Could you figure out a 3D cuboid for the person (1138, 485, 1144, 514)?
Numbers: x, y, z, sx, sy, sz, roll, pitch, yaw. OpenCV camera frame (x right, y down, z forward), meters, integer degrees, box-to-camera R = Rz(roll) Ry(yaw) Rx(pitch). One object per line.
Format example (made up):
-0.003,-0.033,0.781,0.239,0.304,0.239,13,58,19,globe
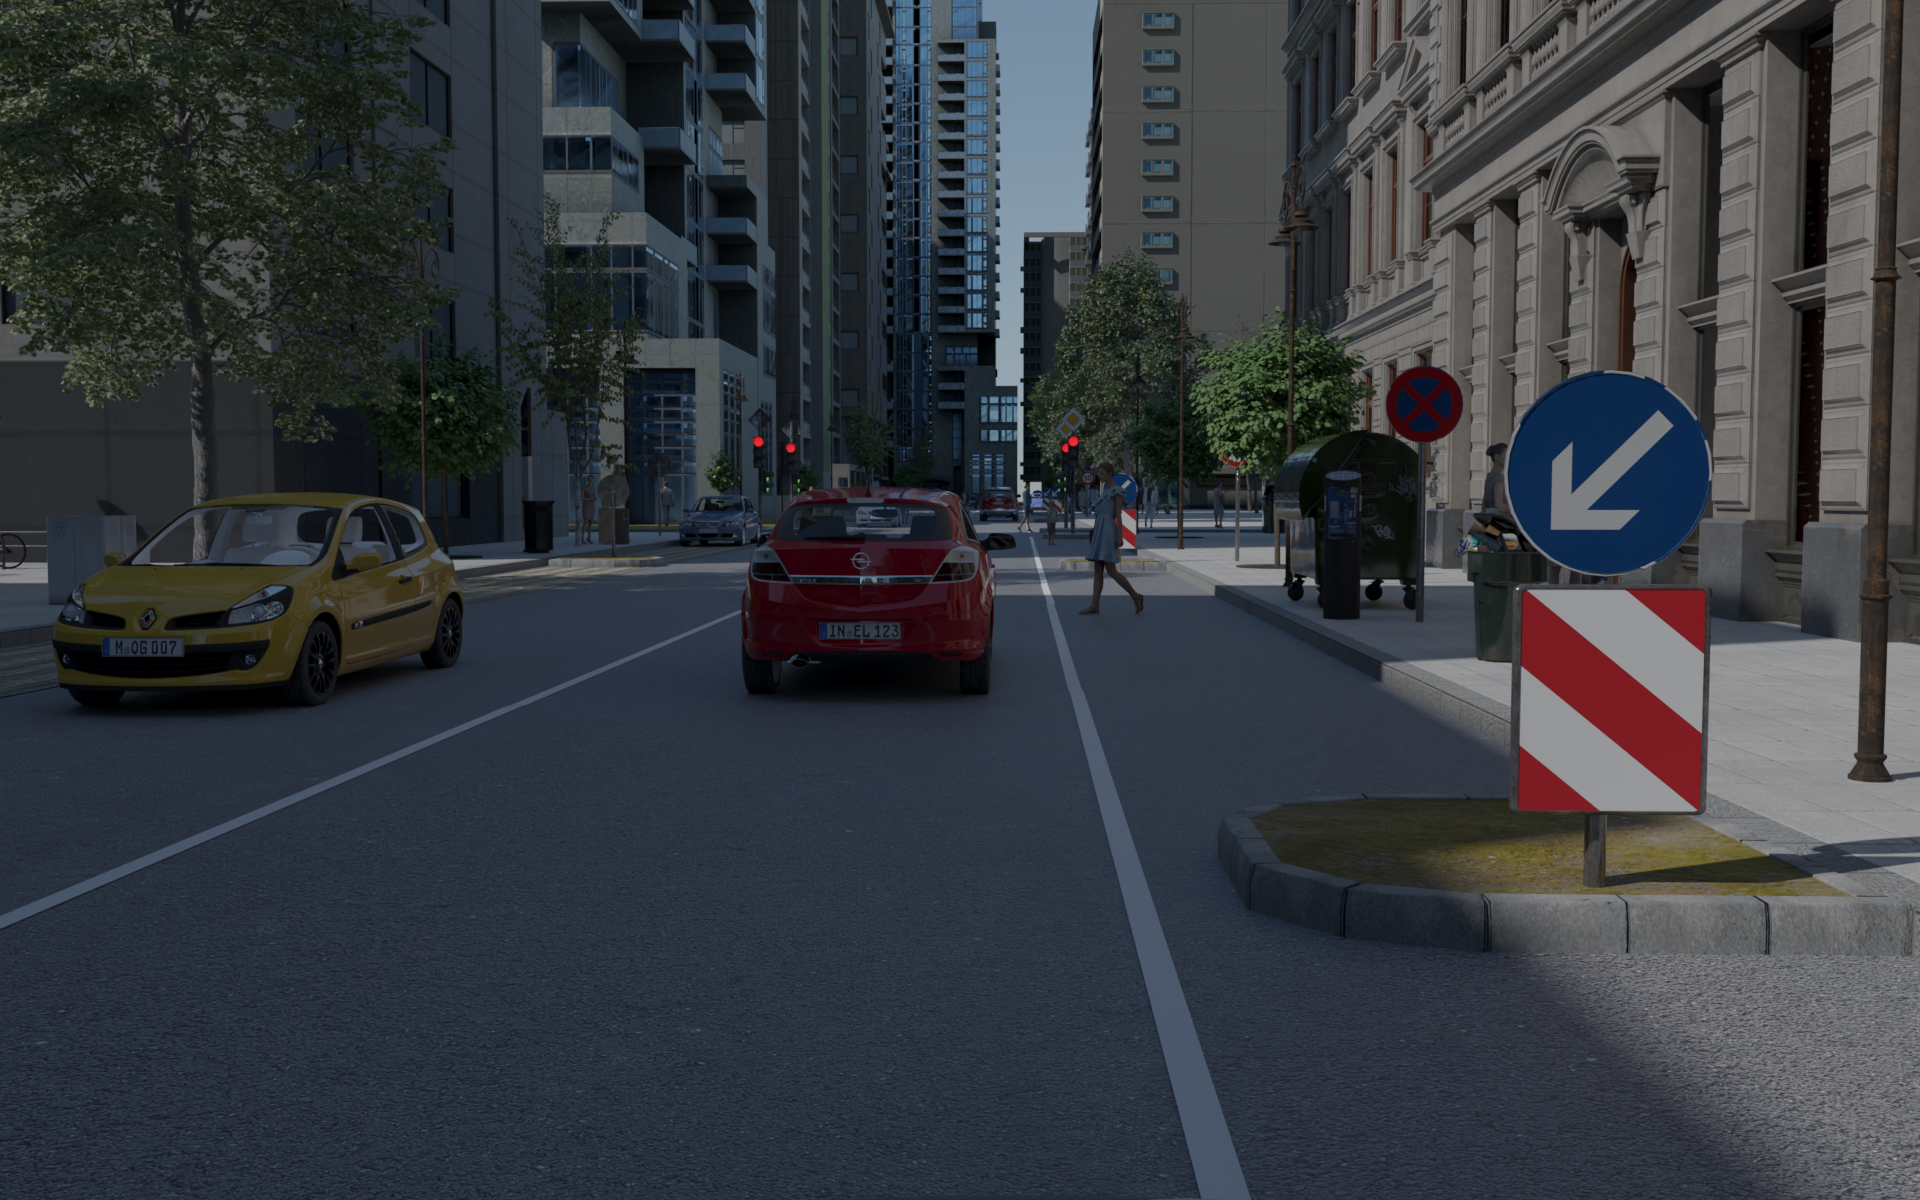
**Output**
11.684,-6.516,112.358,0.659,1.850,0.755,-1,4,-19,person

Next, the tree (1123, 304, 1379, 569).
5.634,-2.844,30.206,4.285,4.588,4.351,0,3,0,tree

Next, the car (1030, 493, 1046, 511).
6.573,-8.505,148.640,1.945,1.707,3.694,0,4,0,car

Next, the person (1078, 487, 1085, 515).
7.597,-6.161,107.528,0.466,1.731,0.760,-1,4,-22,person

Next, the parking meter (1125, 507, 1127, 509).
6.334,-3.795,67.765,0.255,1.863,0.399,-2,4,-26,parking meter

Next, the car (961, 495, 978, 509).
0.836,-9.601,169.555,1.945,1.354,3.894,0,4,1,car

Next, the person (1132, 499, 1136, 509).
11.870,-6.815,117.442,0.580,1.828,0.573,0,4,5,person

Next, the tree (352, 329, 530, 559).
-10.367,-3.119,34.712,4.285,4.588,4.351,0,3,0,tree

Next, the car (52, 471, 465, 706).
-5.101,-0.167,12.953,2.015,1.641,3.980,0,4,3,car

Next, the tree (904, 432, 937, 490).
-4.551,-15.491,203.631,4.360,8.622,3.978,0,3,0,tree

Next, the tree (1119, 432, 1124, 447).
6.379,-4.088,50.560,4.285,4.588,4.351,0,3,0,tree

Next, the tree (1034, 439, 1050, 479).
10.034,-14.151,181.737,4.360,8.622,3.978,0,3,0,tree

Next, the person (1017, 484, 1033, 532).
2.455,-3.444,64.833,0.654,1.822,0.581,0,4,-5,person

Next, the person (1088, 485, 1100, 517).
7.445,-5.510,96.390,0.793,1.790,0.793,-2,4,-28,person

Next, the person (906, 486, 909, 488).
-2.616,-4.622,84.196,0.709,1.813,0.853,0,4,2,person

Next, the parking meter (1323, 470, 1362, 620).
3.932,-0.575,17.805,0.372,1.533,0.369,0,3,0,parking meter

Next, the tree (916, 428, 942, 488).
-4.121,-14.541,188.113,4.737,8.622,4.395,0,3,0,tree

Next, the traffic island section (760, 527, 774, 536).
-6.280,-2.589,64.608,2.009,0.180,2.903,0,4,2,traffic island section

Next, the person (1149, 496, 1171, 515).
12.217,-6.166,107.072,1.509,1.804,0.699,2,4,32,person

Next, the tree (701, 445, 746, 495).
-9.232,-4.487,67.962,1.663,3.219,1.824,0,3,0,tree

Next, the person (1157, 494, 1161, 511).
14.957,-7.386,131.072,0.475,1.303,0.640,-1,4,-20,person

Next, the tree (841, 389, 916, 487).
-6.457,-10.430,120.897,4.737,8.622,4.395,0,3,0,tree

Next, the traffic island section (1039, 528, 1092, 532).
3.956,-2.568,64.259,2.009,0.180,2.903,0,4,2,traffic island section

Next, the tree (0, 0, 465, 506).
-11.242,-6.506,24.508,7.486,12.596,7.792,0,3,0,tree

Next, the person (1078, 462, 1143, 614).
1.782,-0.735,20.616,0.778,1.811,0.616,-1,4,-9,person

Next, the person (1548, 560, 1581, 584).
6.265,-0.730,17.961,0.580,1.828,0.573,-2,4,-26,person

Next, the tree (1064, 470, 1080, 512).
7.925,-7.797,122.086,1.663,3.219,1.824,0,3,0,tree

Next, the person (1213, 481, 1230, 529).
9.759,-3.558,64.569,0.532,1.782,0.716,-1,4,-15,person

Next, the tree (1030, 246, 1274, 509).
7.854,-9.992,80.371,9.611,12.733,9.660,0,3,0,tree

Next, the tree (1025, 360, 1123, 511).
9.028,-13.112,140.141,9.928,11.665,9.643,0,3,0,tree

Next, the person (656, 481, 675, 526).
-11.796,-3.863,69.480,0.678,1.792,0.850,-1,4,-23,person

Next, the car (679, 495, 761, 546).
-6.683,-2.238,48.591,2.014,1.417,4.499,0,4,2,car

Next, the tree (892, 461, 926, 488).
-5.024,-11.400,170.107,4.285,4.588,4.351,0,3,0,tree

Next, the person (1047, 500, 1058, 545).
2.607,-2.173,48.720,0.332,1.250,0.352,0,4,6,person

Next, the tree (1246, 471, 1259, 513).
20.840,-11.716,125.964,7.601,10.594,8.767,2,4,32,tree

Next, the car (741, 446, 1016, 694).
-0.623,-0.297,13.902,2.155,1.783,4.494,0,4,1,car

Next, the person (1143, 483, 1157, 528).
7.161,-3.635,65.361,0.514,1.842,0.818,0,4,-3,person

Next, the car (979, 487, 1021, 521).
2.119,-5.144,92.779,2.281,1.827,5.304,0,4,3,car

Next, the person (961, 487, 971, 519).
0.335,-5.431,97.274,0.713,1.824,0.794,-3,5,-43,person

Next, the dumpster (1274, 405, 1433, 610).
4.500,-1.065,19.904,1.502,2.255,1.985,0,4,2,dumpster

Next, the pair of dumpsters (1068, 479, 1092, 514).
7.619,-6.632,110.931,1.574,2.255,4.437,0,4,2,pair of dumpsters

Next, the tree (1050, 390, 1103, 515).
7.728,-9.446,104.811,4.360,8.622,3.978,0,3,0,tree

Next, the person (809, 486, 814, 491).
-6.180,-3.846,71.951,0.480,1.755,0.524,-1,4,-20,person

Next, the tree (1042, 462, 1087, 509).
9.574,-10.278,151.753,4.285,4.588,4.351,0,3,0,tree

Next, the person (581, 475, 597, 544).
-9.541,-2.336,44.573,0.374,1.781,0.599,3,4,38,person

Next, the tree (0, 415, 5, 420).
-10.881,-1.421,17.838,1.663,3.219,1.824,0,3,0,tree

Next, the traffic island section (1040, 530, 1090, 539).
3.687,-2.079,56.279,2.009,0.180,2.903,0,4,2,traffic island section

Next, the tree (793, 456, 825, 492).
-8.020,-5.785,89.185,1.663,3.219,1.824,0,3,0,tree

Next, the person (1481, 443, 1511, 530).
5.298,-0.641,16.871,0.374,1.781,0.599,0,4,1,person

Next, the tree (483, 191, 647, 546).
-9.393,-5.618,42.210,4.737,8.622,4.395,0,3,0,tree

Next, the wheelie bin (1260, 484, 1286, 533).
10.313,-2.973,56.518,0.980,1.594,0.693,-1,4,-20,wheelie bin
